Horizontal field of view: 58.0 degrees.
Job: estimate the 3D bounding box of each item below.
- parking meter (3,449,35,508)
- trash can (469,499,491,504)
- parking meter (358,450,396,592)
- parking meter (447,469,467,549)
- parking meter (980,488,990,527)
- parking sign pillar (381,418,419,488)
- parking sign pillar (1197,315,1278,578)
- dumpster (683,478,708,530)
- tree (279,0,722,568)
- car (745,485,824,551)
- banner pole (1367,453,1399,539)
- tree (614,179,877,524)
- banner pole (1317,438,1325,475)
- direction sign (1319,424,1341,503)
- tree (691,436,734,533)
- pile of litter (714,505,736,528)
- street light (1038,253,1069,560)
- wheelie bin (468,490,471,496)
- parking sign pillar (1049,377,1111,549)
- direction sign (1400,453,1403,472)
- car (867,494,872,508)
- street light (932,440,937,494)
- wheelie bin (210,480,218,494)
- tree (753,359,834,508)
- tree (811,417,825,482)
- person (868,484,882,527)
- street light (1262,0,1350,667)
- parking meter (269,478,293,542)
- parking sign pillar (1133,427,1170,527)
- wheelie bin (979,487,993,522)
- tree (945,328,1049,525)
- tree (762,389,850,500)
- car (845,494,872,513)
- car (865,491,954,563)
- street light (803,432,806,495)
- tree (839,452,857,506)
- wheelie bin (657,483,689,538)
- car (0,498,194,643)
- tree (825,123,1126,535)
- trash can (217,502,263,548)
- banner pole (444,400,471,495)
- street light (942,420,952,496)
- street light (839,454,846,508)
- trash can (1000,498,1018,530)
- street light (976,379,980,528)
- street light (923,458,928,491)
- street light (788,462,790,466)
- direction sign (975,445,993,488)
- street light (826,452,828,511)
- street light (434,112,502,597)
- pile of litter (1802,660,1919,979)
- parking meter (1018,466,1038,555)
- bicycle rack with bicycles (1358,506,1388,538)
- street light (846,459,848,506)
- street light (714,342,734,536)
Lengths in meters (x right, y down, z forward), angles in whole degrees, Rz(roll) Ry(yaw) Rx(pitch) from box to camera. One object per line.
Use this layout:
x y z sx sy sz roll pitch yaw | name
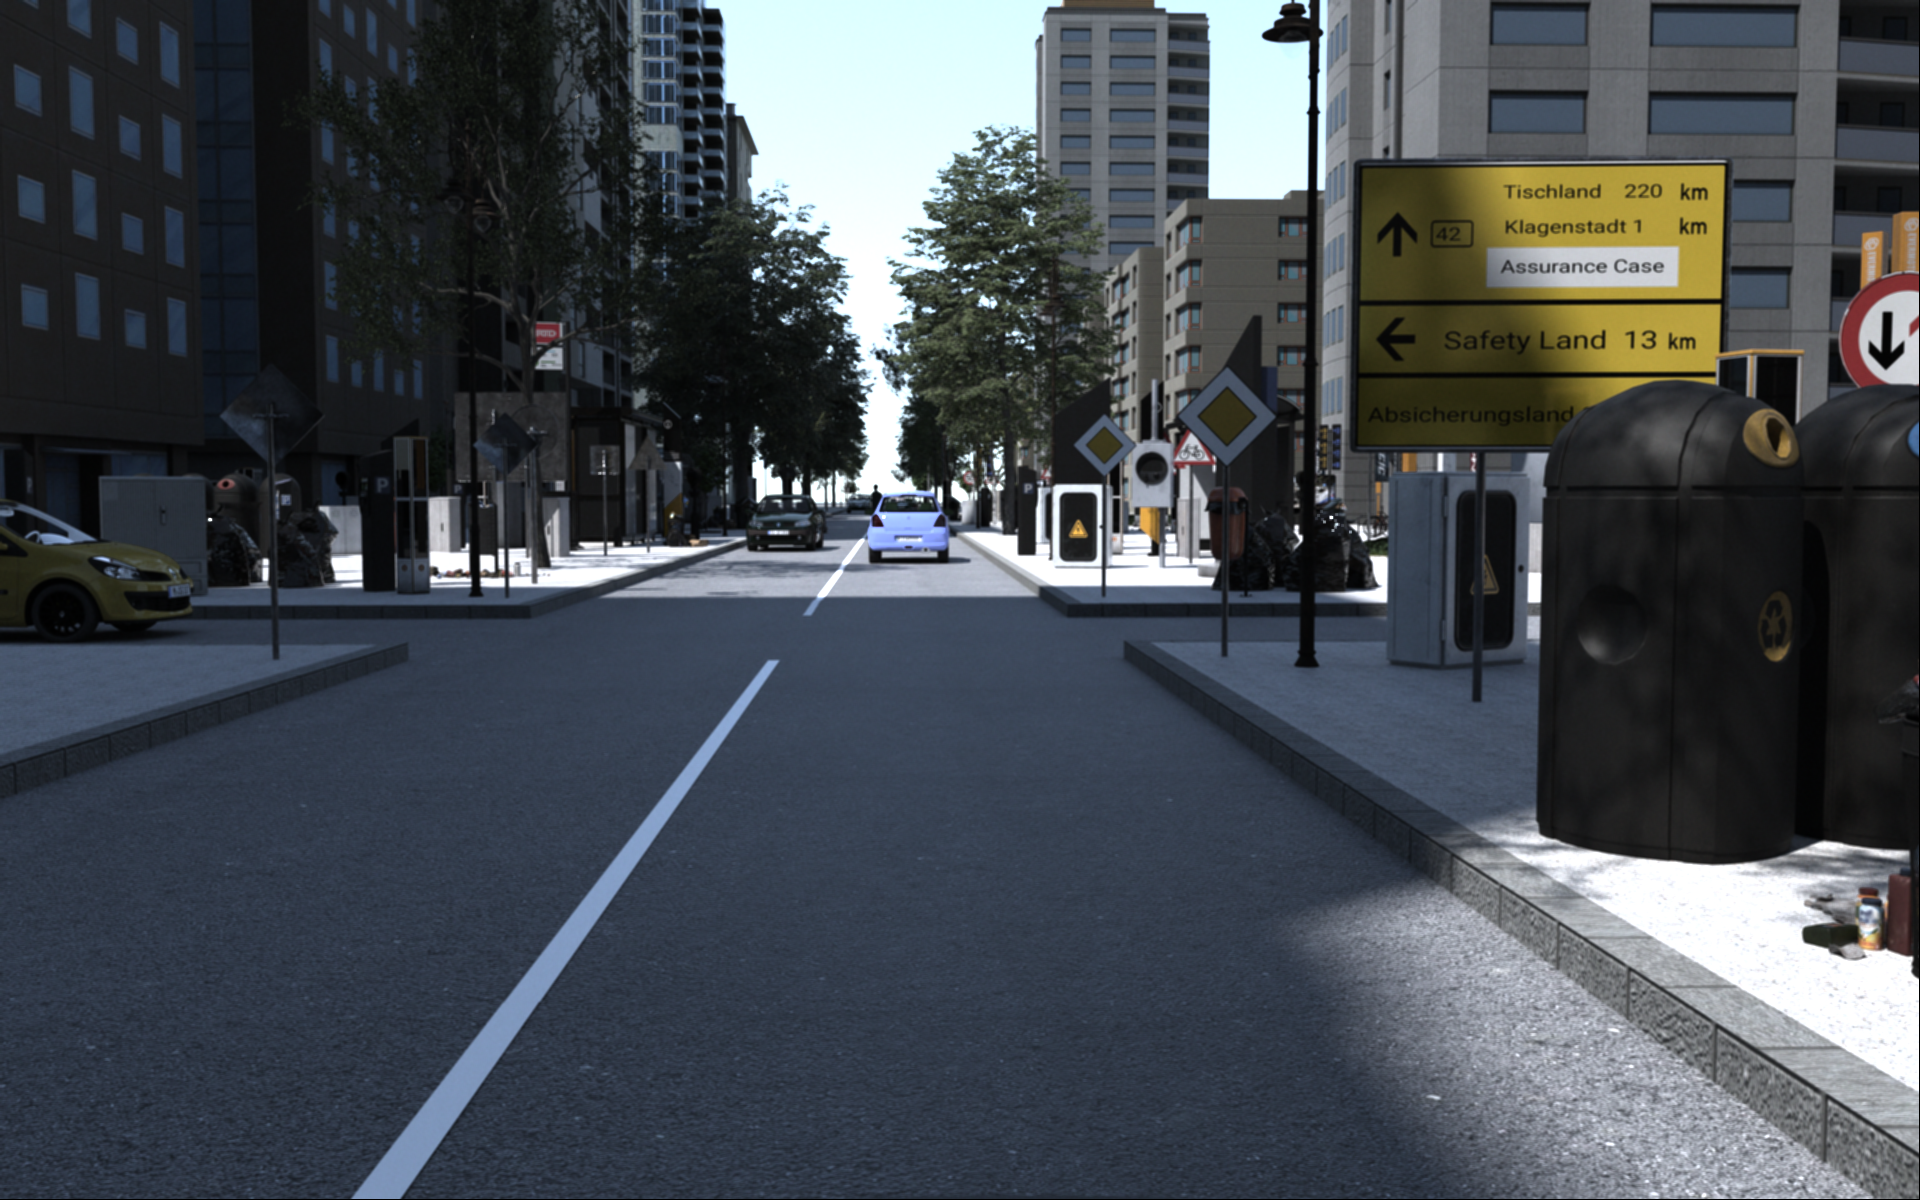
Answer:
-12.320 -1.040 22.713 0.255 1.863 0.399 -1 4 -11 | parking meter
-13.919 -2.377 50.517 0.748 1.137 0.748 0 3 0 | trash can
-7.674 -1.046 22.806 0.255 1.863 0.399 3 5 42 | parking meter
-11.855 -2.146 40.806 0.399 1.863 0.255 -3 4 -37 | parking meter
0.987 -3.629 67.749 0.372 1.533 0.369 0 3 0 | parking meter
-19.798 -4.449 61.212 1.447 3.967 1.447 -2 4 -33 | parking sign pillar
4.429 -2.349 26.874 1.447 3.967 1.447 -1 4 -16 | parking sign pillar
-9.756 -3.457 62.282 1.264 1.857 1.865 0 4 -2 | dumpster
-7.604 -5.833 29.790 7.601 10.594 8.767 0 4 -4 | tree
-4.499 -2.142 44.814 2.009 1.686 4.222 0 4 0 | car
10.496 -3.277 43.597 0.863 3.779 0.401 -2 4 -27 | banner pole
-9.003 -10.006 70.248 9.857 13.997 8.962 0 3 0 | tree
13.886 -4.754 67.743 0.863 3.779 0.401 2 4 27 | banner pole
12.059 -3.946 56.516 0.379 3.537 0.876 -3 4 -38 | direction sign
-8.277 -3.839 57.362 1.663 3.219 1.824 0 3 0 | tree
-8.904 -3.159 65.612 1.176 0.858 1.719 3 4 38 | pile of litter
1.803 -3.712 33.474 0.468 5.910 1.993 0 4 -2 | street light
-18.534 -3.584 66.500 0.693 1.594 0.980 -1 4 -21 | wheelie bin
2.792 -3.148 39.949 1.447 3.967 1.447 0 4 -6 | parking sign pillar
15.886 -4.298 62.267 0.379 3.537 0.876 0 4 7 | direction sign
-8.828 -9.348 162.618 2.009 1.686 4.222 0 4 -4 | car
-2.055 -10.309 141.341 0.468 5.910 1.993 0 4 -2 | street light
-17.163 -1.945 39.714 0.693 1.594 0.980 0 4 8 | wheelie bin
-9.442 -8.737 93.204 4.737 8.622 4.395 0 3 0 | tree
-12.358 -15.624 173.580 7.486 12.596 7.792 0 3 0 | tree
-3.634 -4.017 73.963 0.659 1.850 0.755 -3 4 -38 | person
2.583 -2.443 12.724 0.468 5.910 1.993 0 4 -2 | street light
-10.930 -1.192 27.898 0.372 1.533 0.369 0 3 0 | parking meter
7.481 -4.841 67.625 1.447 3.967 1.447 0 4 5 | parking sign pillar
1.216 -4.382 79.550 0.693 1.594 0.980 1 4 14 | wheelie bin
1.664 -7.412 71.545 4.737 8.622 4.395 0 3 0 | tree
-9.678 -9.394 103.951 4.360 8.622 3.978 0 3 0 | tree
-7.618 -7.290 130.986 2.131 1.459 4.920 0 4 -2 | car
-1.092 -1.688 37.197 1.945 1.707 3.694 0 4 -2 | car
-8.818 -7.659 98.014 0.468 5.910 1.993 0 4 -2 | street light
-12.348 -12.552 155.592 4.737 8.622 4.395 0 3 0 | tree
-8.489 -2.643 51.117 0.980 1.594 0.693 0 4 -4 | wheelie bin
-9.828 -0.436 17.355 3.980 1.641 2.015 0 4 -2 | car
1.133 -8.315 54.084 7.486 12.596 7.792 0 3 0 | tree
-12.617 -1.145 30.378 0.748 1.137 0.748 0 3 0 | trash can
-13.424 -3.429 46.077 0.863 3.779 0.401 1 4 12 | banner pole
-0.943 -8.400 110.121 0.468 5.910 1.993 0 4 -2 | street light
-11.063 -11.505 160.893 0.468 5.910 1.993 0 4 -2 | street light
1.815 -3.085 62.090 0.748 1.137 0.748 0 3 0 | trash can
0.677 -5.621 64.693 0.468 5.910 1.993 0 4 -2 | street light
-4.055 -13.459 192.839 0.468 5.910 1.993 0 4 -2 | street light
-8.370 -6.850 84.793 0.468 5.910 1.993 0 4 -2 | street light
1.131 -5.418 80.580 0.876 3.537 0.379 1 4 22 | direction sign
-9.979 -9.587 129.541 0.468 5.910 1.993 0 4 -2 | street light
-6.058 -2.980 21.506 0.468 5.910 1.993 0 4 -2 | street light
2.943 0.573 4.602 1.176 0.858 1.719 1 4 11 | pile of litter
1.418 -1.868 36.253 0.399 1.863 0.255 -1 4 -8 | parking meter
13.241 -2.354 51.865 2.925 0.926 2.852 0 4 -2 | bicycle rack with bicycles
-11.862 -12.743 181.138 0.468 5.910 1.993 0 4 -2 | street light
-7.179 -4.889 52.726 0.468 5.910 1.993 0 4 -2 | street light
